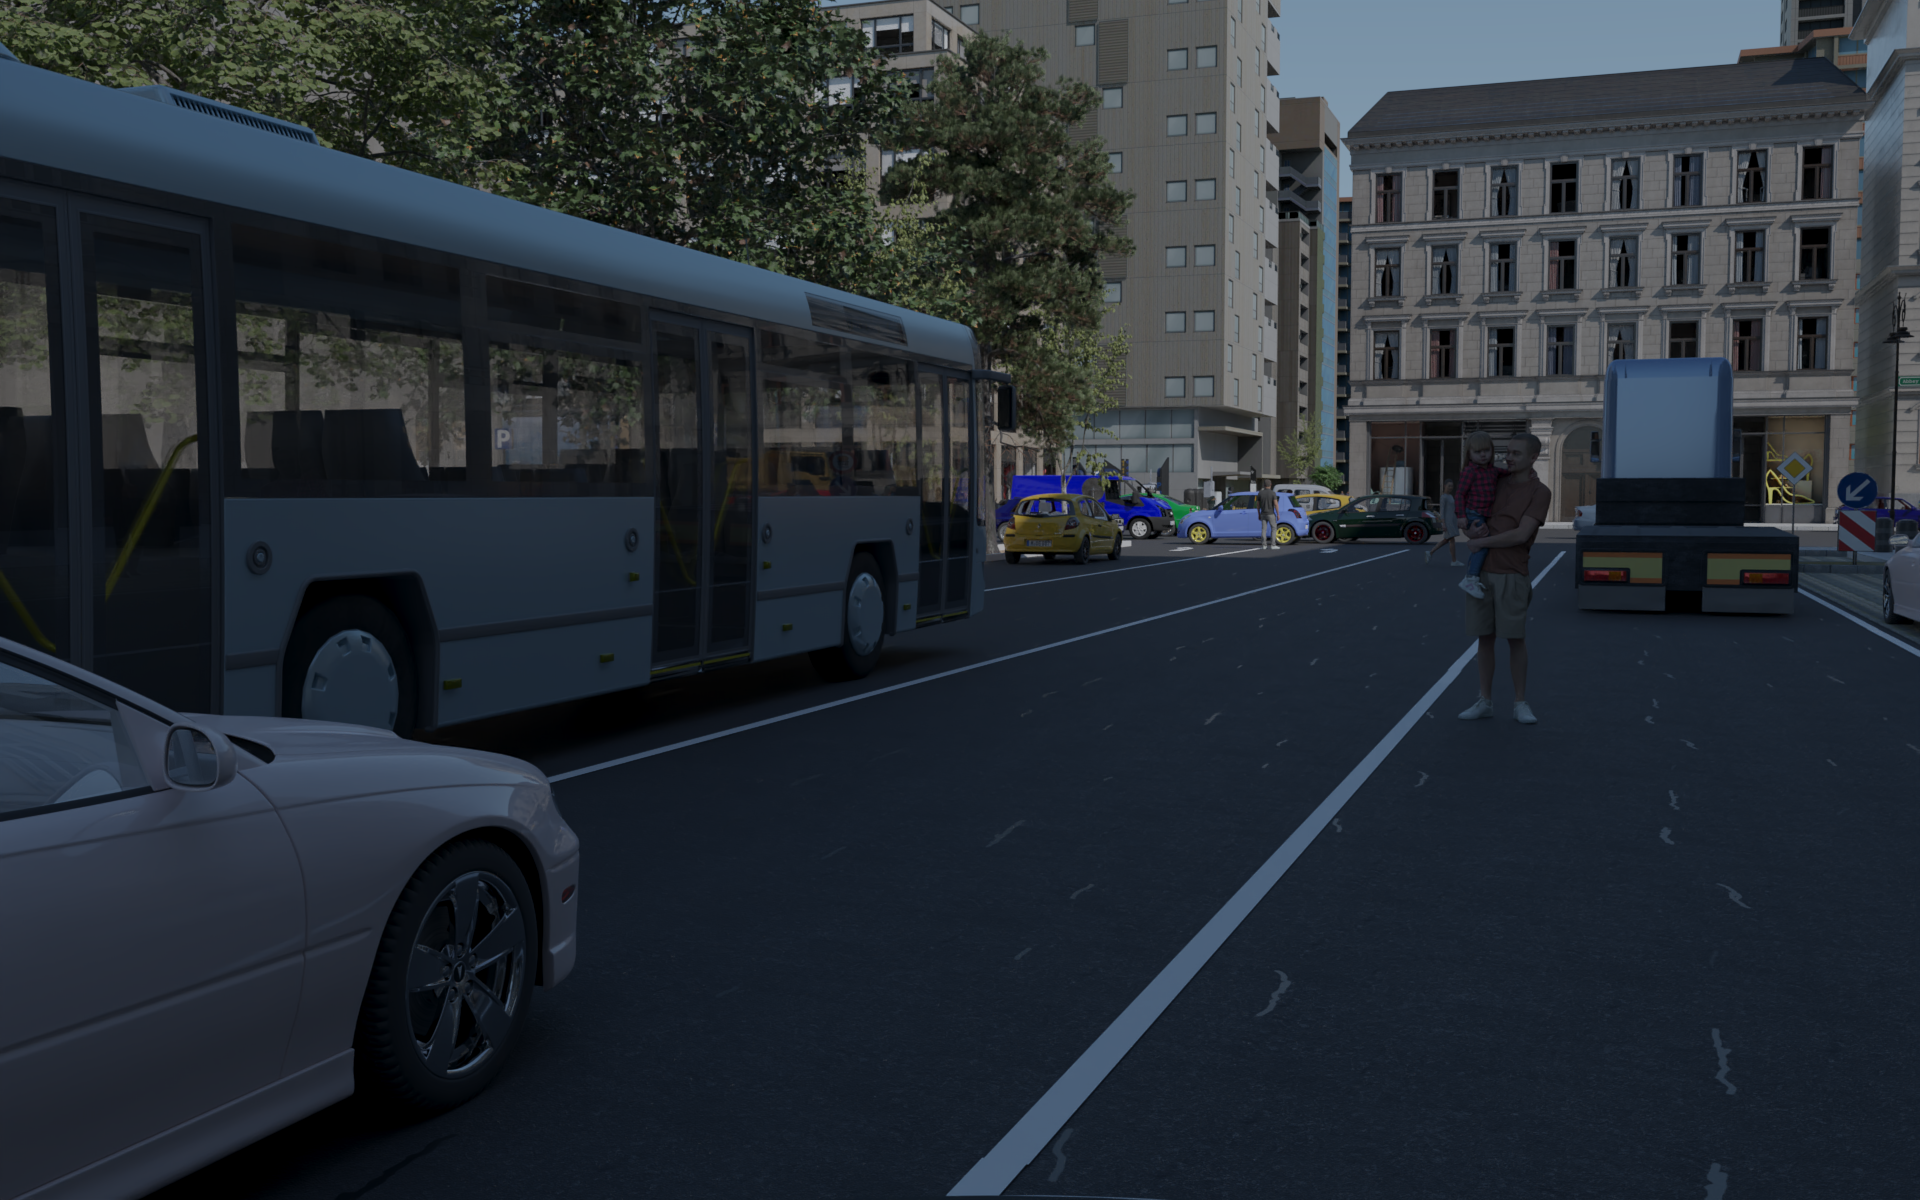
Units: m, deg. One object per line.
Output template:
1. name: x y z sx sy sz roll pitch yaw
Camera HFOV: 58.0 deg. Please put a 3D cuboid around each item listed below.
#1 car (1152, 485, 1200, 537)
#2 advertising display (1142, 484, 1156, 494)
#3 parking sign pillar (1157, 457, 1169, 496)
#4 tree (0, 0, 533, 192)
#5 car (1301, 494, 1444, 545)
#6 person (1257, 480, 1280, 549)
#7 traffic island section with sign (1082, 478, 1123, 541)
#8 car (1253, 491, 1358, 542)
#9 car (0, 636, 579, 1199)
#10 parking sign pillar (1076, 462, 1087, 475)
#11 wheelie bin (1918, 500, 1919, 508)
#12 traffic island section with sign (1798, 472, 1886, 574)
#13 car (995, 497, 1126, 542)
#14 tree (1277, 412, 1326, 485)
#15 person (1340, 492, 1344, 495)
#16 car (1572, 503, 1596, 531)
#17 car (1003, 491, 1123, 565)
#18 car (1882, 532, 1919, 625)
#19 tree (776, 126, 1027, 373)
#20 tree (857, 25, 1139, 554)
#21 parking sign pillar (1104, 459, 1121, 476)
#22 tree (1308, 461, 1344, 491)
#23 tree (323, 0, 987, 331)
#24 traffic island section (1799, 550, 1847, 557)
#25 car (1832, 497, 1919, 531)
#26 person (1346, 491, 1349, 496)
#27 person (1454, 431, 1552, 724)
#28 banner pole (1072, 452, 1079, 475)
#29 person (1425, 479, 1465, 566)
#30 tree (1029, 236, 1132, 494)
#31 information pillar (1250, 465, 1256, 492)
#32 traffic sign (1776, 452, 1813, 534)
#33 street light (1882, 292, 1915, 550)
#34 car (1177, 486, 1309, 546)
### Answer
1. car: 5.965 -3.101 59.496 4.718 1.807 1.959 1 4 22
2. advertising display: 11.889 -6.354 109.106 0.974 1.923 0.123 1 4 22
3. parking sign pillar: 14.753 -8.412 126.006 1.447 3.967 1.447 2 4 31
4. tree: -7.763 -5.926 17.478 7.486 12.596 7.792 0 3 0
5. car: 11.883 -2.475 50.261 4.222 1.686 2.009 1 4 20
6. person: 8.068 -2.239 45.237 0.598 1.807 0.434 3 5 42
7. traffic island section with sign: 3.457 -2.395 47.301 2.006 1.907 1.989 1 4 21
8. car: 10.556 -2.633 53.280 3.980 1.641 2.015 1 4 22
9. car: -2.483 0.576 2.952 2.083 1.381 4.827 1 4 19
10. parking sign pillar: 9.721 -9.243 139.596 1.447 3.967 1.447 -2 4 -23
11. wheelie bin: 21.104 -1.788 37.149 0.980 1.594 0.693 2 4 28
12. traffic island section with sign: 16.275 -1.421 31.859 1.989 1.847 2.006 1 4 21
13. car: 2.893 -2.371 51.340 3.894 1.354 1.945 1 4 21
14. tree: 30.406 -12.416 153.367 4.737 8.622 4.395 0 3 0
15. person: 48.124 -12.796 218.262 0.990 1.755 0.434 1 4 9
16. car: 21.807 -2.626 54.941 4.499 1.417 2.014 1 4 21
17. car: 2.258 -1.625 36.787 2.015 1.641 3.980 1 4 20
18. car: 10.536 -0.303 17.321 2.083 1.381 4.827 1 4 20
19. tree: -1.558 -4.957 33.868 4.737 8.622 4.395 0 3 0
20. tree: 0.561 -7.027 39.411 6.751 12.117 7.091 0 3 0
21. parking sign pillar: 11.641 -8.798 132.324 1.447 3.967 1.447 1 4 10
22. tree: 35.366 -11.249 167.634 4.285 4.588 4.351 0 3 0
23. tree: -4.831 -6.524 26.126 9.611 12.733 9.660 0 3 0
24. traffic island section: 19.684 -1.140 40.917 2.009 0.180 2.903 1 4 21
25. car: 34.996 -3.207 65.007 3.894 1.354 1.945 1 4 20
26. person: 47.998 -12.542 214.003 0.568 1.767 0.683 3 5 43
27. person: 3.393 -0.153 10.972 0.580 1.828 0.573 0 4 -2
28. banner pole: 6.831 -6.864 102.244 0.401 3.779 0.863 -2 4 -26
29. person: 9.679 -1.545 34.518 0.760 1.731 0.466 0 4 4
30. tree: 2.695 -5.637 44.992 4.737 8.622 4.395 0 3 0
31. information pillar: 23.747 -9.115 140.388 0.504 3.616 0.183 -1 4 -15
32. traffic sign: 19.659 -2.276 40.849 0.795 2.450 0.064 1 4 21
33. street light: 21.465 -4.095 39.747 0.468 5.910 1.993 1 4 21
34. car: 8.056 -2.433 49.377 3.694 1.707 1.945 1 4 19
